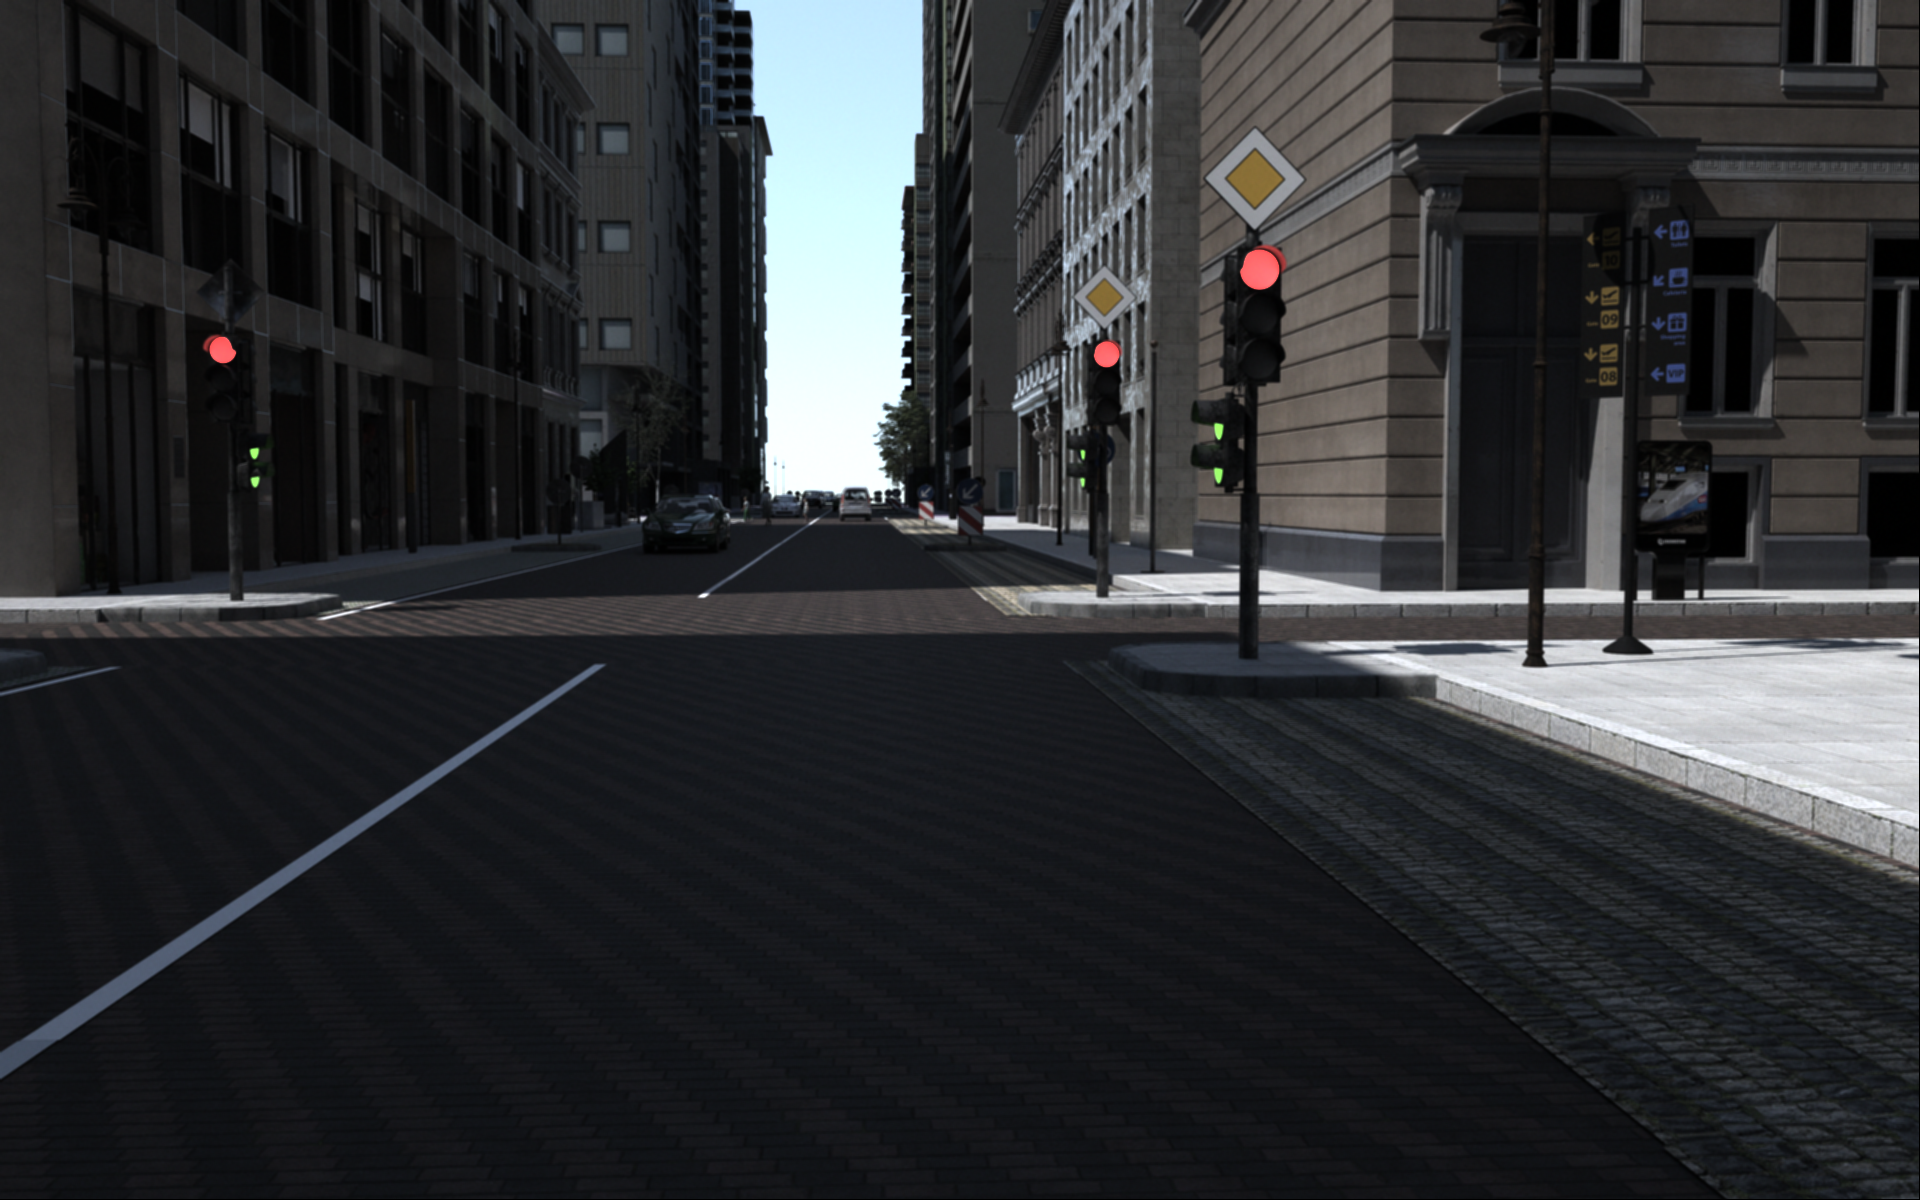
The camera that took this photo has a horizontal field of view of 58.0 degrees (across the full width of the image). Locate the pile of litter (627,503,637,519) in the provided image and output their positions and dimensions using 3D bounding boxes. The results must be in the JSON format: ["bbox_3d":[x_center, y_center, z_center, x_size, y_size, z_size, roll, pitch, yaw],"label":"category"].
[{"bbox_3d":[-17.453,-4.637,89.774,1.719,0.858,1.176,-2,4,-25],"label":"pile of litter"}]

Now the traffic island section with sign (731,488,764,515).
[{"bbox_3d":[-14.704,-6.752,119.029,1.989,1.847,2.006,0,4,-3],"label":"traffic island section with sign"}]

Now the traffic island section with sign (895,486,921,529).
[{"bbox_3d":[-1.529,-3.799,70.736,1.989,1.847,2.006,0,4,-3],"label":"traffic island section with sign"}]

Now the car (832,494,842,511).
[{"bbox_3d":[-9.701,-8.310,144.670,1.959,1.807,4.718,0,4,-2],"label":"car"}]

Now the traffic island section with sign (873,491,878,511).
[{"bbox_3d":[-6.215,-8.510,147.767,1.989,1.847,2.006,0,4,-3],"label":"traffic island section with sign"}]

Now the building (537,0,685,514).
[{"bbox_3d":[-31.744,-31.749,108.342,28.713,52.752,27.495,0,4,-3],"label":"building"}]

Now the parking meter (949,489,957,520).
[{"bbox_3d":[-0.339,-4.828,87.352,0.372,1.533,0.369,0,3,0],"label":"parking meter"}]

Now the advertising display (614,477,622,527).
[{"bbox_3d":[-13.265,-3.793,67.223,0.123,1.923,0.974,-1,4,-22],"label":"advertising display"}]

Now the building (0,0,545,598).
[{"bbox_3d":[-21.828,-14.222,37.039,19.350,26.468,34.151,0,4,-3],"label":"building"}]

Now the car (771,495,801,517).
[{"bbox_3d":[-10.922,-5.839,107.823,2.083,1.381,4.827,0,4,-5],"label":"car"}]

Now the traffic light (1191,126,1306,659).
[{"bbox_3d":[2.235,-1.498,13.416,0.839,4.253,0.868,0,4,-3],"label":"traffic light"}]

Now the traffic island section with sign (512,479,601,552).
[{"bbox_3d":[-10.109,-2.139,43.604,1.989,1.847,2.006,0,4,-3],"label":"traffic island section with sign"}]

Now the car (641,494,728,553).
[{"bbox_3d":[-6.887,-1.951,43.690,2.131,1.459,4.920,0,4,-3],"label":"car"}]

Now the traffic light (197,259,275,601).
[{"bbox_3d":[-8.691,-1.946,20.739,0.839,4.253,0.868,0,4,-3],"label":"traffic light"}]

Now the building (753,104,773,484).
[{"bbox_3d":[-40.425,-39.634,237.248,28.713,52.752,27.495,0,4,-3],"label":"building"}]

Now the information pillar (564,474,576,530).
[{"bbox_3d":[-14.031,-3.532,62.247,0.304,2.012,0.304,1,4,16],"label":"information pillar"}]

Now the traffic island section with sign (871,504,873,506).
[{"bbox_3d":[-9.587,-11.910,203.349,1.989,1.847,2.006,0,4,-3],"label":"traffic island section with sign"}]

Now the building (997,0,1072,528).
[{"bbox_3d":[7.045,-13.797,76.492,10.553,20.767,40.483,0,4,-3],"label":"building"}]

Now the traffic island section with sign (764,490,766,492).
[{"bbox_3d":[-16.361,-8.425,146.371,1.989,1.847,2.006,0,4,-3],"label":"traffic island section with sign"}]

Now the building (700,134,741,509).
[{"bbox_3d":[-36.456,-28.330,155.080,32.217,40.220,23.993,0,4,-3],"label":"building"}]

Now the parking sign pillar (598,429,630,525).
[{"bbox_3d":[-14.380,-5.082,71.559,1.447,3.967,1.447,3,4,37],"label":"parking sign pillar"}]

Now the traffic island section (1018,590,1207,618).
[{"bbox_3d":[1.791,0.048,21.503,2.009,0.180,2.903,0,4,-3],"label":"traffic island section"}]

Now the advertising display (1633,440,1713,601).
[{"bbox_3d":[8.543,-0.956,20.840,0.974,1.923,0.123,0,4,-7],"label":"advertising display"}]

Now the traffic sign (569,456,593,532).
[{"bbox_3d":[-12.663,-3.534,57.890,0.768,2.556,0.104,0,4,-3],"label":"traffic sign"}]

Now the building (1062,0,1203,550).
[{"bbox_3d":[9.031,-11.817,47.956,10.420,20.320,16.860,0,4,-3],"label":"building"}]

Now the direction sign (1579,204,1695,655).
[{"bbox_3d":[5.399,-1.340,13.901,0.876,3.537,0.379,3,5,43],"label":"direction sign"}]

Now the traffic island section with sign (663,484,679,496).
[{"bbox_3d":[-11.764,-3.793,70.639,1.989,1.847,2.006,0,4,-3],"label":"traffic island section with sign"}]

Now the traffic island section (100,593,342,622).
[{"bbox_3d":[-8.731,0.086,20.871,2.009,0.180,2.903,0,4,-3],"label":"traffic island section"}]

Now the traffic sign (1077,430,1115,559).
[{"bbox_3d":[2.680,-2.090,34.274,0.768,2.556,0.104,0,4,-2],"label":"traffic sign"}]

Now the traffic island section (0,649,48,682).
[{"bbox_3d":[-8.247,0.574,12.900,2.009,0.180,2.903,0,4,-3],"label":"traffic island section"}]

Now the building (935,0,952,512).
[{"bbox_3d":[4.878,-28.126,143.460,14.154,41.232,14.086,0,4,-3],"label":"building"}]

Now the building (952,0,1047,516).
[{"bbox_3d":[10.720,-29.813,111.145,21.300,48.544,21.600,0,4,-3],"label":"building"}]

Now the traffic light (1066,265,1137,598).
[{"bbox_3d":[1.750,-1.986,21.387,0.839,4.253,0.868,0,4,-3],"label":"traffic light"}]

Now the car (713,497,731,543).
[{"bbox_3d":[-7.599,-2.284,49.706,2.083,1.381,4.827,0,4,-5],"label":"car"}]

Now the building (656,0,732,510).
[{"bbox_3d":[-28.316,-42.433,132.038,20.563,71.187,20.611,0,4,-3],"label":"building"}]

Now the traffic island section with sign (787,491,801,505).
[{"bbox_3d":[-19.697,-11.775,201.149,1.989,1.847,2.006,0,4,-3],"label":"traffic island section with sign"}]

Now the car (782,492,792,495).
[{"bbox_3d":[-18.409,-10.674,184.303,2.009,1.686,4.222,0,4,-4],"label":"car"}]

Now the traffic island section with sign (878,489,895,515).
[{"bbox_3d":[-4.526,-6.815,120.058,1.989,1.847,2.006,0,4,-3],"label":"traffic island section with sign"}]

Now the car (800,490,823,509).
[{"bbox_3d":[-14.548,-9.858,169.852,2.281,1.827,5.304,0,4,-4],"label":"car"}]

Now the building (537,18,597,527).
[{"bbox_3d":[-20.940,-13.988,64.861,11.583,22.565,21.152,0,4,-3],"label":"building"}]

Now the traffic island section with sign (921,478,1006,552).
[{"bbox_3d":[0.101,-2.153,43.830,1.989,1.847,2.006,0,4,-3],"label":"traffic island section with sign"}]

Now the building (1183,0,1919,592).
[{"bbox_3d":[14.860,-14.850,28.707,20.117,28.700,13.634,0,4,-3],"label":"building"}]

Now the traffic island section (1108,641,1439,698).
[{"bbox_3d":[2.275,0.535,13.533,2.009,0.180,2.903,0,4,-3],"label":"traffic island section"}]
